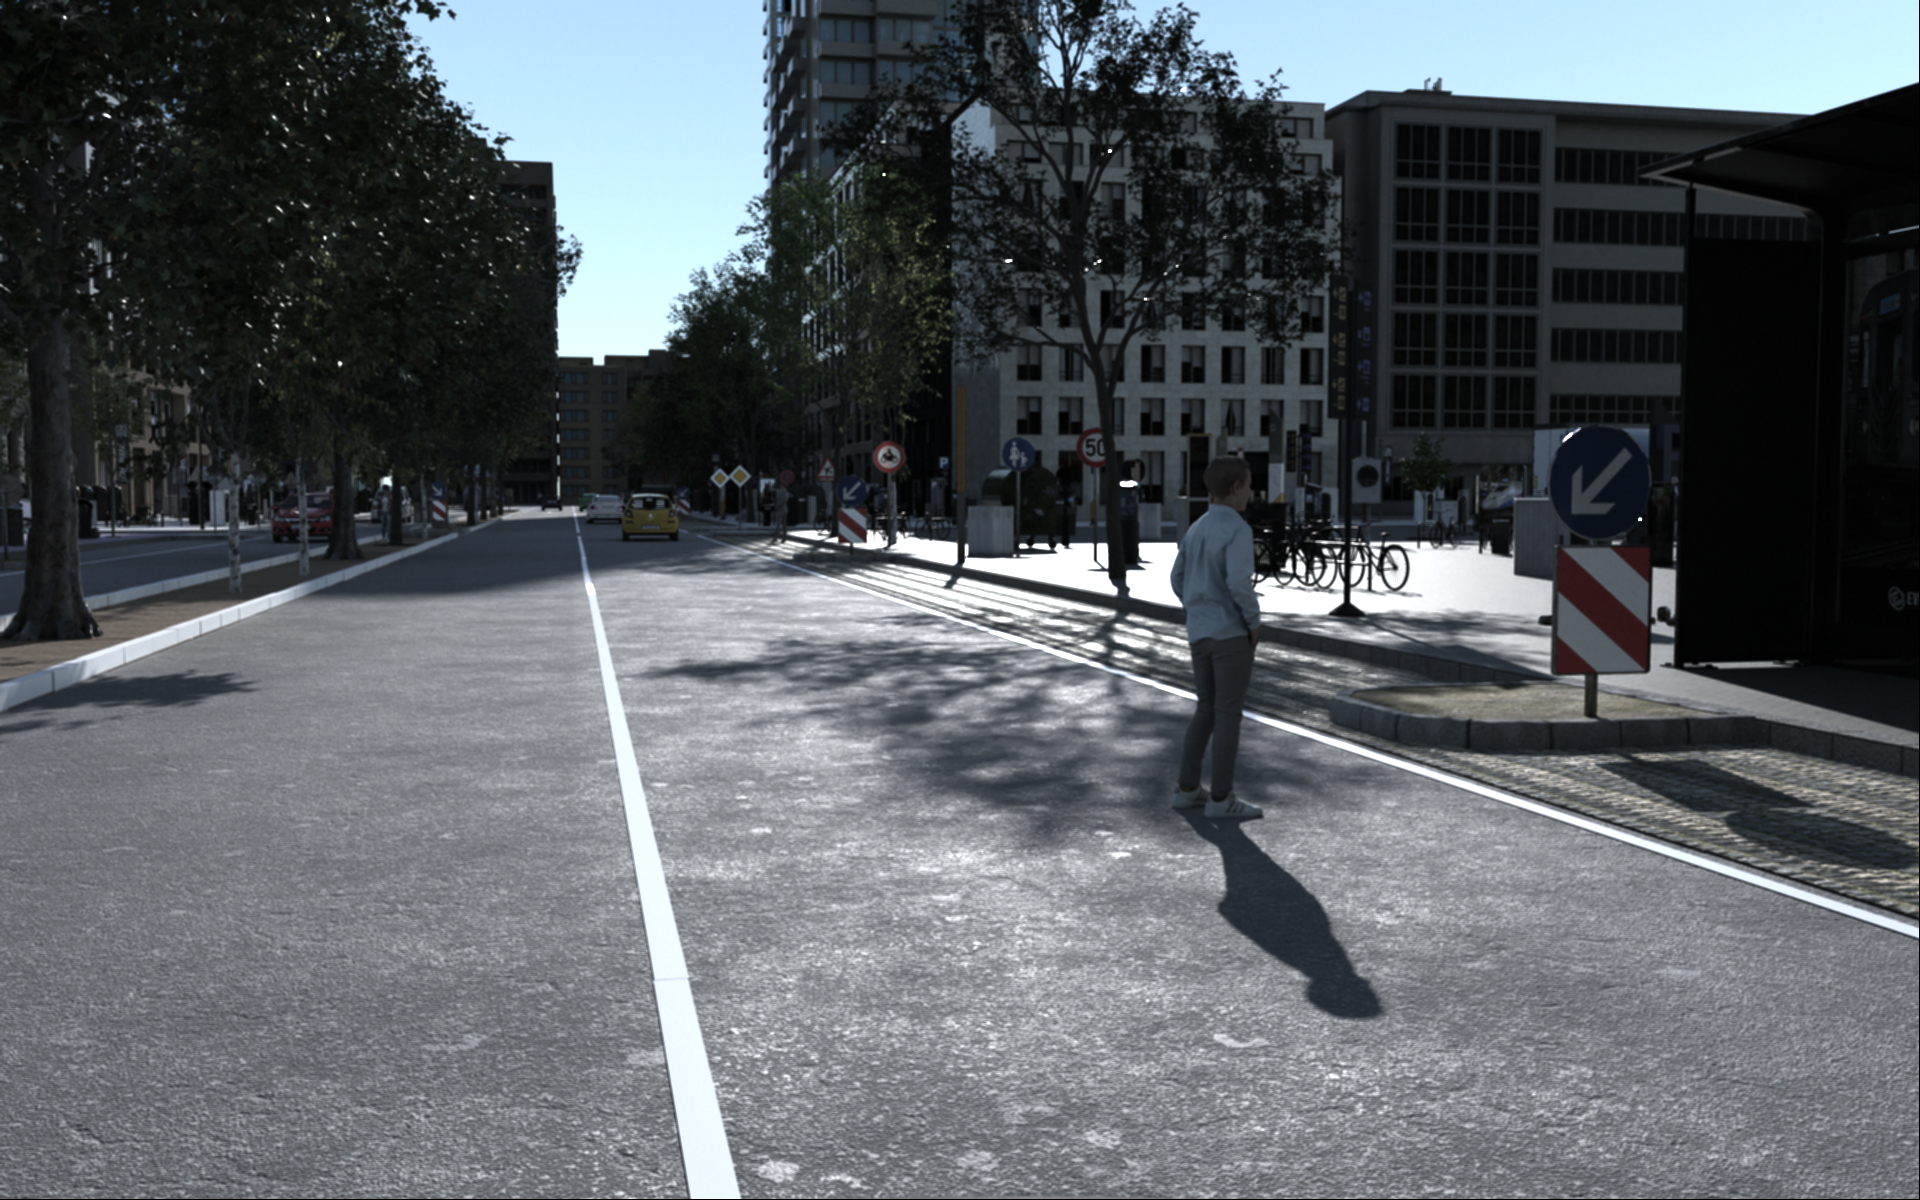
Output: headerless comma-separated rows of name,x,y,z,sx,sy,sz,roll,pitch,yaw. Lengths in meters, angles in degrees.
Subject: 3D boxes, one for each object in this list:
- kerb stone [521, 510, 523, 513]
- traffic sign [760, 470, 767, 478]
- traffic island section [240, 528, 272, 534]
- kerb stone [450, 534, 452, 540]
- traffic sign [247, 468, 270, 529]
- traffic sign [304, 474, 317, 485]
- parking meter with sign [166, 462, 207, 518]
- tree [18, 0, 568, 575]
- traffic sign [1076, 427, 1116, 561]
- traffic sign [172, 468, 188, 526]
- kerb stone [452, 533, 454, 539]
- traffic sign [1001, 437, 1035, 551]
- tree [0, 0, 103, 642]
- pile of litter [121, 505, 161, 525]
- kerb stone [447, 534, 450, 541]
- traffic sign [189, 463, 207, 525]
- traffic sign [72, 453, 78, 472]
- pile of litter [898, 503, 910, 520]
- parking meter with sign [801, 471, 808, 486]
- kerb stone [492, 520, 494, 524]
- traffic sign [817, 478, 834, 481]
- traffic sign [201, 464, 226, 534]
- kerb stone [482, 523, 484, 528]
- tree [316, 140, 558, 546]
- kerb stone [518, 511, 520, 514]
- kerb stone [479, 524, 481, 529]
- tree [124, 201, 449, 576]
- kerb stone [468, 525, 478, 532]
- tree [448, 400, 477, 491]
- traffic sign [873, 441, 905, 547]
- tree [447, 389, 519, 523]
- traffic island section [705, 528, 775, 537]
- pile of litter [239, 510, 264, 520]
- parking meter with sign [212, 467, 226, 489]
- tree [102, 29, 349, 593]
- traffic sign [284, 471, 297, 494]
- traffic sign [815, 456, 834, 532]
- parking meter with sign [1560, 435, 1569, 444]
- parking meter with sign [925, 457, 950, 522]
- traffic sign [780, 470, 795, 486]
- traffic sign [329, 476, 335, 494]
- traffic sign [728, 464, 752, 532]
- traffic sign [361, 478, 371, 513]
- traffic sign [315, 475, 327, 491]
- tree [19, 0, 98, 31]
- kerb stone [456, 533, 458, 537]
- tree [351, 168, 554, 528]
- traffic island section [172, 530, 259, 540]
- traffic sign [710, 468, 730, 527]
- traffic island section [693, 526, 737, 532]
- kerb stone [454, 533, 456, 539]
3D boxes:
kerb stone,-32.479,-6.444,127.561,0.120,0.150,1.000,-1,4,-13
traffic sign,-10.459,-5.529,90.503,0.768,2.556,0.104,0,4,-4
traffic island section,-25.472,-2.486,62.919,2.009,0.180,2.903,-1,4,-13
kerb stone,-15.720,-1.885,53.021,0.120,0.150,1.000,-1,4,-13
traffic sign,-25.451,-3.622,62.863,0.795,2.450,0.064,-1,4,-13
traffic sign,-39.351,-6.411,104.924,0.768,2.556,0.104,0,4,-7
parking meter with sign,-41.979,-5.969,93.850,1.738,3.016,0.543,-3,5,-45
tree,-13.494,-7.226,37.604,9.611,12.733,9.660,0,3,0
traffic sign,2.601,-2.024,33.193,0.768,2.556,0.104,0,4,-4
traffic sign,-30.793,-4.055,68.435,0.606,2.300,0.079,0,4,-7
kerb stone,-15.948,-1.942,54.017,0.120,0.150,1.000,-1,4,-13
traffic sign,1.305,-2.374,38.927,0.768,2.556,0.104,0,4,-7
tree,-9.060,-5.967,17.029,9.611,12.733,9.660,0,3,0
pile of litter,-34.246,-3.568,72.299,1.719,0.858,1.176,2,4,24
kerb stone,-15.494,-1.824,52.024,0.120,0.150,1.000,-1,4,-13
traffic sign,-31.407,-4.373,71.498,0.884,2.594,0.081,-1,4,-9
traffic sign,-25.313,-2.984,48.897,0.768,2.556,0.104,-1,4,-12
pile of litter,-3.034,-4.463,86.938,1.176,0.858,1.719,1,4,12
parking meter with sign,-11.953,-8.311,132.143,0.543,3.016,1.738,0,4,1
kerb stone,-22.140,-3.630,81.548,0.120,0.150,1.000,-1,4,-13
traffic sign,-5.554,-4.452,72.787,0.884,2.594,0.081,0,4,-3
traffic sign,-23.700,-3.146,55.071,0.795,2.450,0.064,-1,4,-13
kerb stone,-19.872,-3.017,71.531,0.120,0.150,1.000,-1,4,-13
tree,-15.414,-7.284,47.303,9.928,11.665,9.643,0,3,0
kerb stone,-30.901,-6.015,120.541,0.120,0.150,1.000,-1,4,-13
kerb stone,-19.429,-2.895,69.531,0.120,0.150,1.000,-1,4,-13
tree,-11.317,-4.700,29.659,4.737,8.622,4.395,0,3,0
kerb stone,-18.984,-2.770,67.536,0.120,0.150,1.000,-1,4,-13
tree,-16.942,-6.228,54.655,4.737,8.622,4.395,0,3,0
traffic sign,-1.705,-2.541,41.647,0.768,2.556,0.104,0,4,-7
tree,-24.102,-8.153,86.129,4.360,8.622,3.978,0,3,0
traffic island section,-7.433,-2.232,58.771,2.009,0.180,2.903,-1,4,-13
pile of litter,-35.013,-4.354,85.157,1.176,0.858,1.719,-2,4,-30
parking meter with sign,-47.948,-7.066,111.795,0.543,3.016,1.738,0,4,6
tree,-10.570,-4.419,25.071,4.360,8.622,3.978,0,3,0
traffic sign,-37.632,-5.961,97.464,0.884,2.594,0.081,-1,4,-10
traffic sign,-4.465,-3.584,58.599,0.884,2.594,0.081,0,4,-4
parking meter with sign,18.317,-3.376,51.451,0.543,3.016,1.738,2,4,34
parking meter with sign,-1.079,-5.142,80.333,0.543,3.016,1.738,2,4,25
traffic sign,-9.007,-5.518,90.319,0.768,2.556,0.104,0,4,-7
traffic sign,-41.520,-7.026,114.978,0.768,2.556,0.104,0,4,-4
traffic sign,-7.455,-3.367,58.689,0.795,2.450,0.064,-1,4,-13
traffic sign,-40.973,-7.249,119.699,0.795,2.450,0.064,-1,4,-12
traffic sign,-43.407,-7.187,117.621,0.768,2.556,0.104,-1,4,-11
tree,-6.120,-5.669,5.523,12.009,13.543,11.850,0,3,0
kerb stone,-16.390,-2.069,56.016,0.120,0.150,1.000,-1,4,-13
tree,-20.333,-9.679,67.358,9.857,13.997,8.962,0,3,0
traffic island section,-23.721,-2.009,55.128,2.009,0.180,2.903,-1,4,-13
traffic sign,-9.206,-3.843,66.480,0.795,2.450,0.064,-1,4,-13
traffic island section,-9.185,-2.708,66.562,2.009,0.180,2.903,-1,4,-13
kerb stone,-16.173,-2.007,55.017,0.120,0.150,1.000,-1,4,-13
